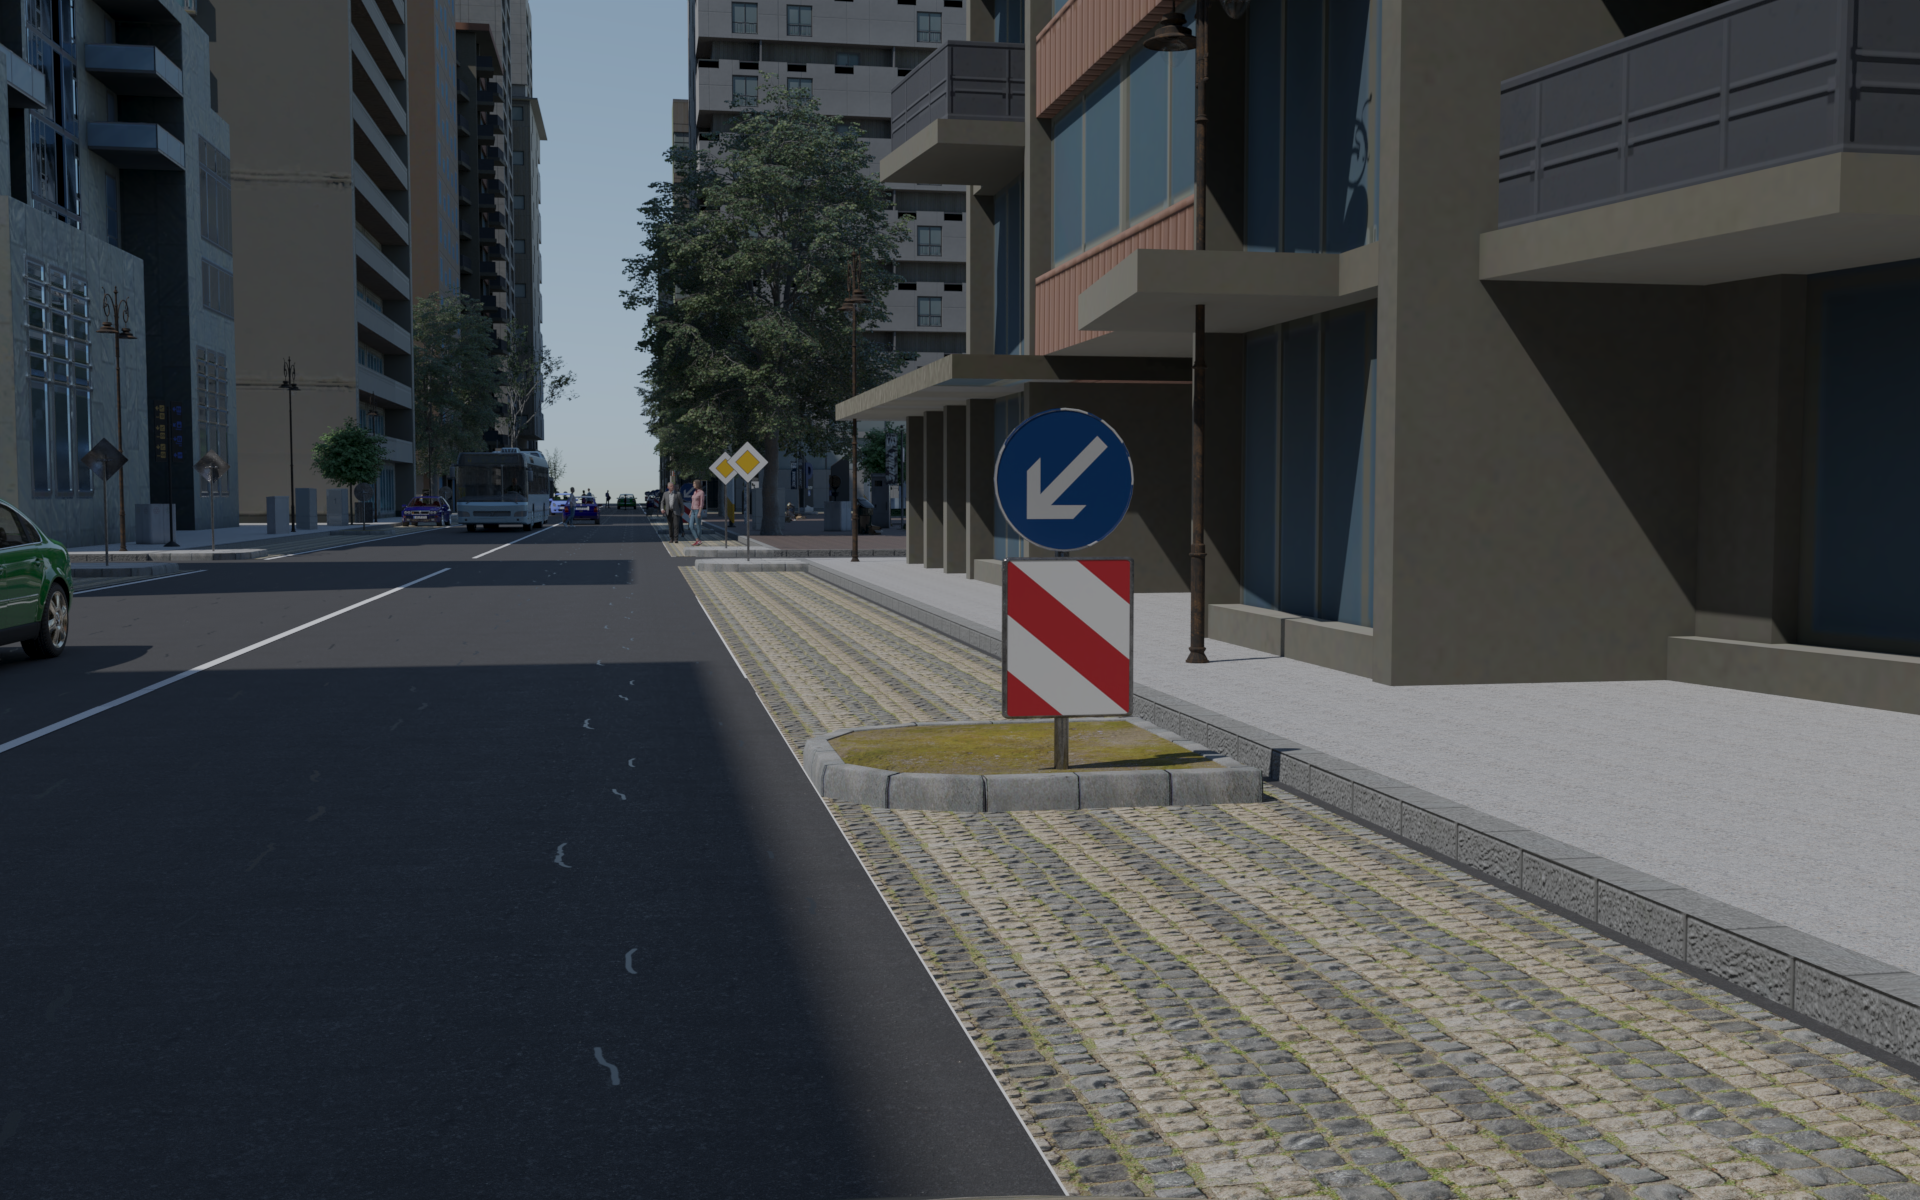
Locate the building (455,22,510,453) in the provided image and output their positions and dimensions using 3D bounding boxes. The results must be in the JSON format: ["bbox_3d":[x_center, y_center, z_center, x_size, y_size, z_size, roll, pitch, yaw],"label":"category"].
[{"bbox_3d":[-53.199,-30.780,157.882,22.147,44.769,28.867,-1,4,-11],"label":"building"}]

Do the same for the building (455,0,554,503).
[{"bbox_3d":[-69.526,-49.583,248.936,20.563,71.187,20.611,-1,4,-11],"label":"building"}]

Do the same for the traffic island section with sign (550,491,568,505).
[{"bbox_3d":[-50.641,-12.811,218.091,1.989,1.847,2.006,-1,4,-11],"label":"traffic island section with sign"}]

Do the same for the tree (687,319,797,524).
[{"bbox_3d":[-8.959,-7.564,74.037,4.360,8.622,3.978,0,3,0],"label":"tree"}]

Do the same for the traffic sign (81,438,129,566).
[{"bbox_3d":[-15.241,-1.667,30.895,0.795,2.450,0.064,-1,4,-11],"label":"traffic sign"}]

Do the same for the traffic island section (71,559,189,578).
[{"bbox_3d":[-15.263,-0.530,30.952,2.009,0.180,2.903,-1,4,-11],"label":"traffic island section"}]

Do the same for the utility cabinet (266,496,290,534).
[{"bbox_3d":[-21.969,-2.729,55.777,0.306,1.237,1.020,0,4,4],"label":"utility cabinet"}]

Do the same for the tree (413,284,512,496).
[{"bbox_3d":[-32.462,-12.204,106.184,9.857,13.997,8.962,0,3,0],"label":"tree"}]

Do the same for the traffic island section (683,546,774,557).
[{"bbox_3d":[-5.501,-1.139,40.911,2.009,0.180,2.903,-1,4,-11],"label":"traffic island section"}]

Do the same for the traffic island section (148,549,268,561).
[{"bbox_3d":[-16.745,-1.010,38.799,2.009,0.180,2.903,-1,4,-11],"label":"traffic island section"}]

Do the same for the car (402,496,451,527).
[{"bbox_3d":[-23.755,-3.949,77.148,1.945,1.354,3.894,-1,4,-9],"label":"car"}]

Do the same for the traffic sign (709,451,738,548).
[{"bbox_3d":[-5.523,-2.274,40.829,0.795,2.450,0.064,-1,4,-11],"label":"traffic sign"}]

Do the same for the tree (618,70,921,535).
[{"bbox_3d":[-5.930,-9.025,54.206,9.857,13.997,8.962,0,3,0],"label":"tree"}]

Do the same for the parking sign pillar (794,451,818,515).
[{"bbox_3d":[-9.474,-7.226,106.615,1.447,3.967,1.447,1,4,18],"label":"parking sign pillar"}]

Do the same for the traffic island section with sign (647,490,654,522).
[{"bbox_3d":[-15.043,-4.952,89.599,1.989,1.847,2.006,-1,4,-11],"label":"traffic island section with sign"}]

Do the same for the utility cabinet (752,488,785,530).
[{"bbox_3d":[-6.833,-3.246,61.759,1.173,1.500,0.318,-2,4,-34],"label":"utility cabinet"}]

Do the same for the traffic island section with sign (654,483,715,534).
[{"bbox_3d":[-9.831,-3.267,62.038,1.989,1.847,2.006,-1,4,-11],"label":"traffic island section with sign"}]

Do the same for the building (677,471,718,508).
[{"bbox_3d":[-16.773,-44.500,165.835,20.563,71.187,20.611,-1,4,-11],"label":"building"}]

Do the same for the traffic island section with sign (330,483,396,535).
[{"bbox_3d":[-20.879,-3.182,60.646,1.989,1.847,2.006,-1,4,-11],"label":"traffic island section with sign"}]

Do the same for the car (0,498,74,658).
[{"bbox_3d":[-8.537,-0.300,13.698,1.959,1.807,4.718,-1,4,-11],"label":"car"}]

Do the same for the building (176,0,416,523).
[{"bbox_3d":[-39.112,-28.137,83.745,21.300,48.544,21.600,-1,4,-11],"label":"building"}]

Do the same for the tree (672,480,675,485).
[{"bbox_3d":[-32.494,-12.503,199.031,1.663,3.219,1.824,0,3,0],"label":"tree"}]

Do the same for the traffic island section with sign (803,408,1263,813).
[{"bbox_3d":[0.240,-0.006,8.726,1.989,1.847,2.006,-1,4,-11],"label":"traffic island section with sign"}]

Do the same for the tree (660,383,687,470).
[{"bbox_3d":[-16.730,-9.731,109.467,4.360,8.622,3.978,0,3,0],"label":"tree"}]

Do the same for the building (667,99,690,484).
[{"bbox_3d":[-23.309,-30.590,183.748,14.154,41.232,14.086,-1,4,-11],"label":"building"}]

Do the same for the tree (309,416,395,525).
[{"bbox_3d":[-25.259,-5.403,72.054,4.285,4.588,4.351,0,3,0],"label":"tree"}]

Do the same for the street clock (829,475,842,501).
[{"bbox_3d":[-4.783,-3.784,66.443,0.471,2.002,0.358,0,4,3],"label":"street clock"}]

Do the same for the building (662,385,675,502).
[{"bbox_3d":[-28.055,-24.516,245.873,27.650,21.520,28.899,-1,4,-11],"label":"building"}]

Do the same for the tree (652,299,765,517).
[{"bbox_3d":[-13.497,-11.006,98.070,7.486,12.596,7.792,0,3,0],"label":"tree"}]

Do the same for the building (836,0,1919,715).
[{"bbox_3d":[10.785,-22.355,20.126,22.147,44.769,28.867,-1,4,-11],"label":"building"}]

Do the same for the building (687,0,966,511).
[{"bbox_3d":[-8.399,-33.876,143.103,28.713,52.752,27.495,-1,4,-11],"label":"building"}]

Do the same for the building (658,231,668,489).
[{"bbox_3d":[-39.179,-35.613,265.870,14.154,41.232,14.086,-1,4,-11],"label":"building"}]

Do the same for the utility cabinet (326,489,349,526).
[{"bbox_3d":[-24.985,-3.718,69.473,1.173,1.500,0.318,3,5,41],"label":"utility cabinet"}]

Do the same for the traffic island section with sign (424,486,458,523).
[{"bbox_3d":[-25.977,-4.827,87.547,1.989,1.847,2.006,-1,4,-11],"label":"traffic island section with sign"}]

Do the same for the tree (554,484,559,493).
[{"bbox_3d":[-62.460,-16.567,265.467,1.663,3.219,1.824,0,3,0],"label":"tree"}]

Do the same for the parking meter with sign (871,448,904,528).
[{"bbox_3d":[-2.975,-4.198,64.897,1.738,3.016,0.543,0,4,3],"label":"parking meter with sign"}]

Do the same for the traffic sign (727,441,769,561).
[{"bbox_3d":[-4.040,-1.794,32.982,0.795,2.450,0.064,-1,4,-11],"label":"traffic sign"}]

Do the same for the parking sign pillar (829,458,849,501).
[{"bbox_3d":[-7.927,-7.656,113.649,1.447,3.967,1.447,-2,4,-29],"label":"parking sign pillar"}]

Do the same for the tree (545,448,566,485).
[{"bbox_3d":[-63.332,-19.531,269.699,4.360,8.622,3.978,0,3,0],"label":"tree"}]

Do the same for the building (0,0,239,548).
[{"bbox_3d":[-34.343,-44.991,48.279,22.319,86.520,31.000,-1,4,-11],"label":"building"}]

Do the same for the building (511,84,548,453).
[{"bbox_3d":[-68.524,-38.879,224.914,28.713,52.752,27.495,-1,4,-11],"label":"building"}]

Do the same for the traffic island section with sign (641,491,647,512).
[{"bbox_3d":[-24.401,-7.984,139.174,1.989,1.847,2.006,-1,4,-11],"label":"traffic island section with sign"}]

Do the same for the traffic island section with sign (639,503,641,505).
[{"bbox_3d":[-29.413,-9.604,165.661,1.989,1.847,2.006,-1,4,-11],"label":"traffic island section with sign"}]

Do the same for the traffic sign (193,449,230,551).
[{"bbox_3d":[-16.723,-2.147,38.742,0.795,2.450,0.064,-1,4,-11],"label":"traffic sign"}]

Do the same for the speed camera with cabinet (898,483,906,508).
[{"bbox_3d":[-3.477,-6.844,106.236,0.660,3.252,2.038,0,4,-1],"label":"speed camera with cabinet"}]

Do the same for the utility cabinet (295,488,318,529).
[{"bbox_3d":[-23.638,-3.302,62.660,0.318,1.500,1.173,-3,5,-44],"label":"utility cabinet"}]

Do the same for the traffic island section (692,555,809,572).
[{"bbox_3d":[-4.019,-0.660,33.064,2.009,0.180,2.903,-1,4,-11],"label":"traffic island section"}]

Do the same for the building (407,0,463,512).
[{"bbox_3d":[-41.763,-28.563,117.108,14.600,45.320,14.200,-1,4,-11],"label":"building"}]

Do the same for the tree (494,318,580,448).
[{"bbox_3d":[-46.644,-20.067,183.979,12.611,20.169,13.585,0,3,0],"label":"tree"}]

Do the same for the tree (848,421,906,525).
[{"bbox_3d":[-3.037,-5.496,73.575,4.285,4.588,4.351,0,3,0],"label":"tree"}]
